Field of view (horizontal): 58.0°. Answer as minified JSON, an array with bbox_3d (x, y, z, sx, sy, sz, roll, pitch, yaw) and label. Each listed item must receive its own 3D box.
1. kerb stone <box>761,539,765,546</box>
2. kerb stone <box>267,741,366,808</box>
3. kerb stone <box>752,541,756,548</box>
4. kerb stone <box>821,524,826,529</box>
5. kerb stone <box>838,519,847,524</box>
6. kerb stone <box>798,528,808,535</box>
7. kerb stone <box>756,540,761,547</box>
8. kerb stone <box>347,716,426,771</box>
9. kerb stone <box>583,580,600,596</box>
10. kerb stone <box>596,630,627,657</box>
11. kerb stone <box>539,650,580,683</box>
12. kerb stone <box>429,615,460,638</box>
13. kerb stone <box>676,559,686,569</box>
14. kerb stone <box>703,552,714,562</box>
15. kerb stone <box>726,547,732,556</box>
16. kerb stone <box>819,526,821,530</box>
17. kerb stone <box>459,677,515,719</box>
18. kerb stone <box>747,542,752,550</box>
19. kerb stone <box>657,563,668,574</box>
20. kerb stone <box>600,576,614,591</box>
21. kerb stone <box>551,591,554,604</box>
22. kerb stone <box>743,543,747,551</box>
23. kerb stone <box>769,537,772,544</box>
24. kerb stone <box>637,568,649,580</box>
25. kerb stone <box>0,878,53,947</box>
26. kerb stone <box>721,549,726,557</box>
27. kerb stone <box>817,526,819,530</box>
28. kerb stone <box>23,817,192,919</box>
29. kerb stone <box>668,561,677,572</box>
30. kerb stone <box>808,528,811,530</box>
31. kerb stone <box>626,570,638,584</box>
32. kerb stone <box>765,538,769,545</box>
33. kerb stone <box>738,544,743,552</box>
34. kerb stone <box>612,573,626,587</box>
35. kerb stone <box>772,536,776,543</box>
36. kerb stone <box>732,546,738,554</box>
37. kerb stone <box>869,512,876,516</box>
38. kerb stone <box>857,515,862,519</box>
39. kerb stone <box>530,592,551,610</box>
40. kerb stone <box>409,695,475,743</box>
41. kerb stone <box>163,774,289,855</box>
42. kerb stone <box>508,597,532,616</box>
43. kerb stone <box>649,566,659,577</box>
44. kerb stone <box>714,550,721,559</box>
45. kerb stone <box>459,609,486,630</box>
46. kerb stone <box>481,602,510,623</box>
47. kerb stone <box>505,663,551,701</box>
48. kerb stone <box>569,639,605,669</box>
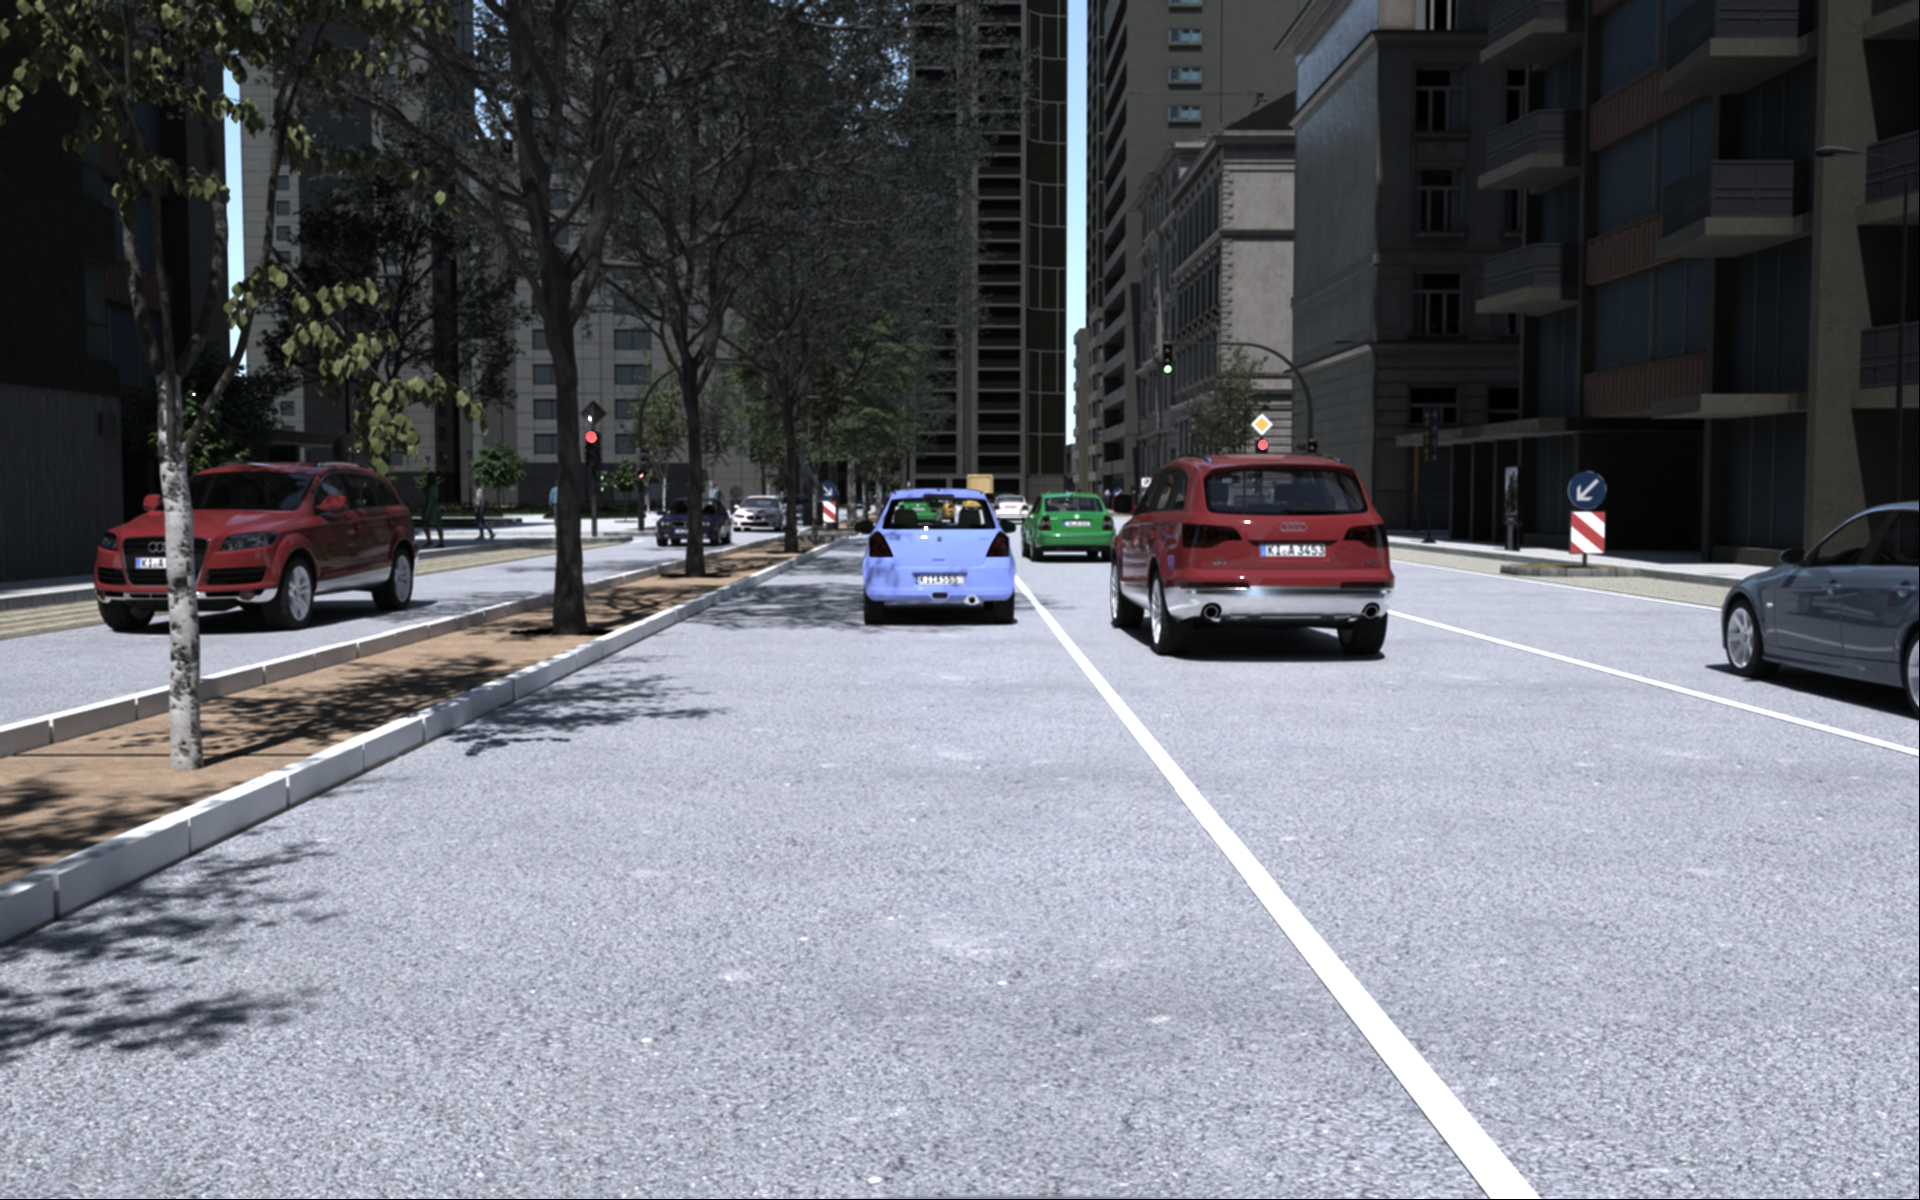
[{"bbox_3d":[-5.516,-1.535,47.292,0.120,0.150,1.000,0,4,0],"label":"kerb stone"},{"bbox_3d":[-3.122,0.844,8.398,0.120,0.150,1.000,0,4,0],"label":"kerb stone"},{"bbox_3d":[-5.501,-1.409,45.240,0.120,0.150,1.000,0,4,0],"label":"kerb stone"},{"bbox_3d":[-5.698,-3.005,71.380,0.120,0.150,1.000,0,4,0],"label":"kerb stone"},{"bbox_3d":[-5.802,-3.887,85.752,0.120,0.150,1.000,0,4,0],"label":"kerb stone"},{"bbox_3d":[-5.631,-2.441,62.171,0.120,0.150,1.000,0,4,0],"label":"kerb stone"},{"bbox_3d":[-5.503,-1.472,46.264,0.120,0.150,1.000,0,4,0],"label":"kerb stone"},{"bbox_3d":[-3.133,0.781,9.419,0.120,0.150,1.000,0,4,0],"label":"kerb stone"},{"bbox_3d":[-5.338,-0.155,24.735,0.120,0.150,1.000,0,4,0],"label":"kerb stone"},{"bbox_3d":[-3.172,0.405,15.567,0.120,0.150,1.000,0,4,0],"label":"kerb stone"},{"bbox_3d":[-3.157,0.533,13.520,0.120,0.150,1.000,0,4,0],"label":"kerb stone"},{"bbox_3d":[-5.289,0.292,17.540,0.120,0.150,1.000,0,4,0],"label":"kerb stone"},{"bbox_3d":[-5.396,-0.657,32.931,0.120,0.150,1.000,0,4,0],"label":"kerb stone"},{"bbox_3d":[-5.440,-0.907,37.045,0.120,0.150,1.000,0,4,0],"label":"kerb stone"},{"bbox_3d":[-5.453,-1.092,40.120,0.120,0.150,1.000,0,4,0],"label":"kerb stone"},{"bbox_3d":[-5.675,-2.815,68.311,0.120,0.150,1.000,0,4,0],"label":"kerb stone"},{"bbox_3d":[-3.146,0.656,11.465,0.120,0.150,1.000,0,4,0],"label":"kerb stone"},{"bbox_3d":[-5.486,-1.347,44.214,0.120,0.150,1.000,0,4,0],"label":"kerb stone"},{"bbox_3d":[-5.387,-0.532,30.887,0.120,0.150,1.000,0,4,0],"label":"kerb stone"},{"bbox_3d":[-5.348,-0.218,25.763,0.120,0.150,1.000,0,4,0],"label":"kerb stone"},{"bbox_3d":[-5.334,-0.028,22.684,0.120,0.150,1.000,0,4,0],"label":"kerb stone"},{"bbox_3d":[-5.481,-1.284,43.187,0.120,0.150,1.000,0,4,0],"label":"kerb stone"},{"bbox_3d":[-5.536,-1.660,49.342,0.120,0.150,1.000,0,4,0],"label":"kerb stone"},{"bbox_3d":[-5.372,-0.407,28.843,0.120,0.150,1.000,0,4,0],"label":"kerb stone"},{"bbox_3d":[-3.095,1.037,5.307,0.120,0.150,1.000,0,4,0],"label":"kerb stone"},{"bbox_3d":[-5.457,-1.030,39.098,0.120,0.150,1.000,0,4,0],"label":"kerb stone"},{"bbox_3d":[-5.668,-2.755,67.289,0.120,0.150,1.000,0,4,0],"label":"kerb stone"},{"bbox_3d":[-3.102,0.970,6.340,0.120,0.150,1.000,0,4,0],"label":"kerb stone"},{"bbox_3d":[-5.400,-0.594,31.909,0.120,0.150,1.000,0,4,0],"label":"kerb stone"},{"bbox_3d":[-5.638,-2.505,63.193,0.120,0.150,1.000,0,4,0],"label":"kerb stone"},{"bbox_3d":[-5.359,-0.344,27.817,0.120,0.150,1.000,0,4,0],"label":"kerb stone"},{"bbox_3d":[-5.518,-1.597,48.314,0.120,0.150,1.000,0,4,0],"label":"kerb stone"},{"bbox_3d":[-5.469,-1.220,42.163,0.120,0.150,1.000,0,4,0],"label":"kerb stone"},{"bbox_3d":[-5.361,-0.281,26.792,0.120,0.150,1.000,0,4,0],"label":"kerb stone"},{"bbox_3d":[-5.534,-1.720,50.372,0.120,0.150,1.000,0,4,0],"label":"kerb stone"},{"bbox_3d":[-5.459,-1.158,41.141,0.120,0.150,1.000,0,4,0],"label":"kerb stone"},{"bbox_3d":[-6.064,-5.952,119.562,0.120,0.150,1.000,0,4,0],"label":"kerb stone"},{"bbox_3d":[-5.936,-5.015,104.192,0.120,0.150,1.000,0,4,0],"label":"kerb stone"},{"bbox_3d":[-5.325,0.034,21.653,0.120,0.150,1.000,0,4,0],"label":"kerb stone"},{"bbox_3d":[-3.134,0.719,10.441,0.120,0.150,1.000,0,4,0],"label":"kerb stone"},{"bbox_3d":[-3.113,0.907,7.362,0.120,0.150,1.000,0,4,0],"label":"kerb stone"},{"bbox_3d":[-5.312,0.096,20.627,0.120,0.150,1.000,0,4,0],"label":"kerb stone"},{"bbox_3d":[-5.386,-0.462,29.865,0.120,0.150,1.000,0,4,0],"label":"kerb stone"},{"bbox_3d":[-5.441,-0.971,38.076,0.120,0.150,1.000,0,4,0],"label":"kerb stone"},{"bbox_3d":[-5.298,0.227,18.564,0.120,0.150,1.000,0,4,0],"label":"kerb stone"},{"bbox_3d":[-5.306,0.159,19.598,0.120,0.150,1.000,0,4,0],"label":"kerb stone"},{"bbox_3d":[-3.143,0.594,12.498,0.120,0.150,1.000,0,4,0],"label":"kerb stone"},{"bbox_3d":[-3.165,0.468,14.545,0.120,0.150,1.000,0,4,0],"label":"kerb stone"}]
